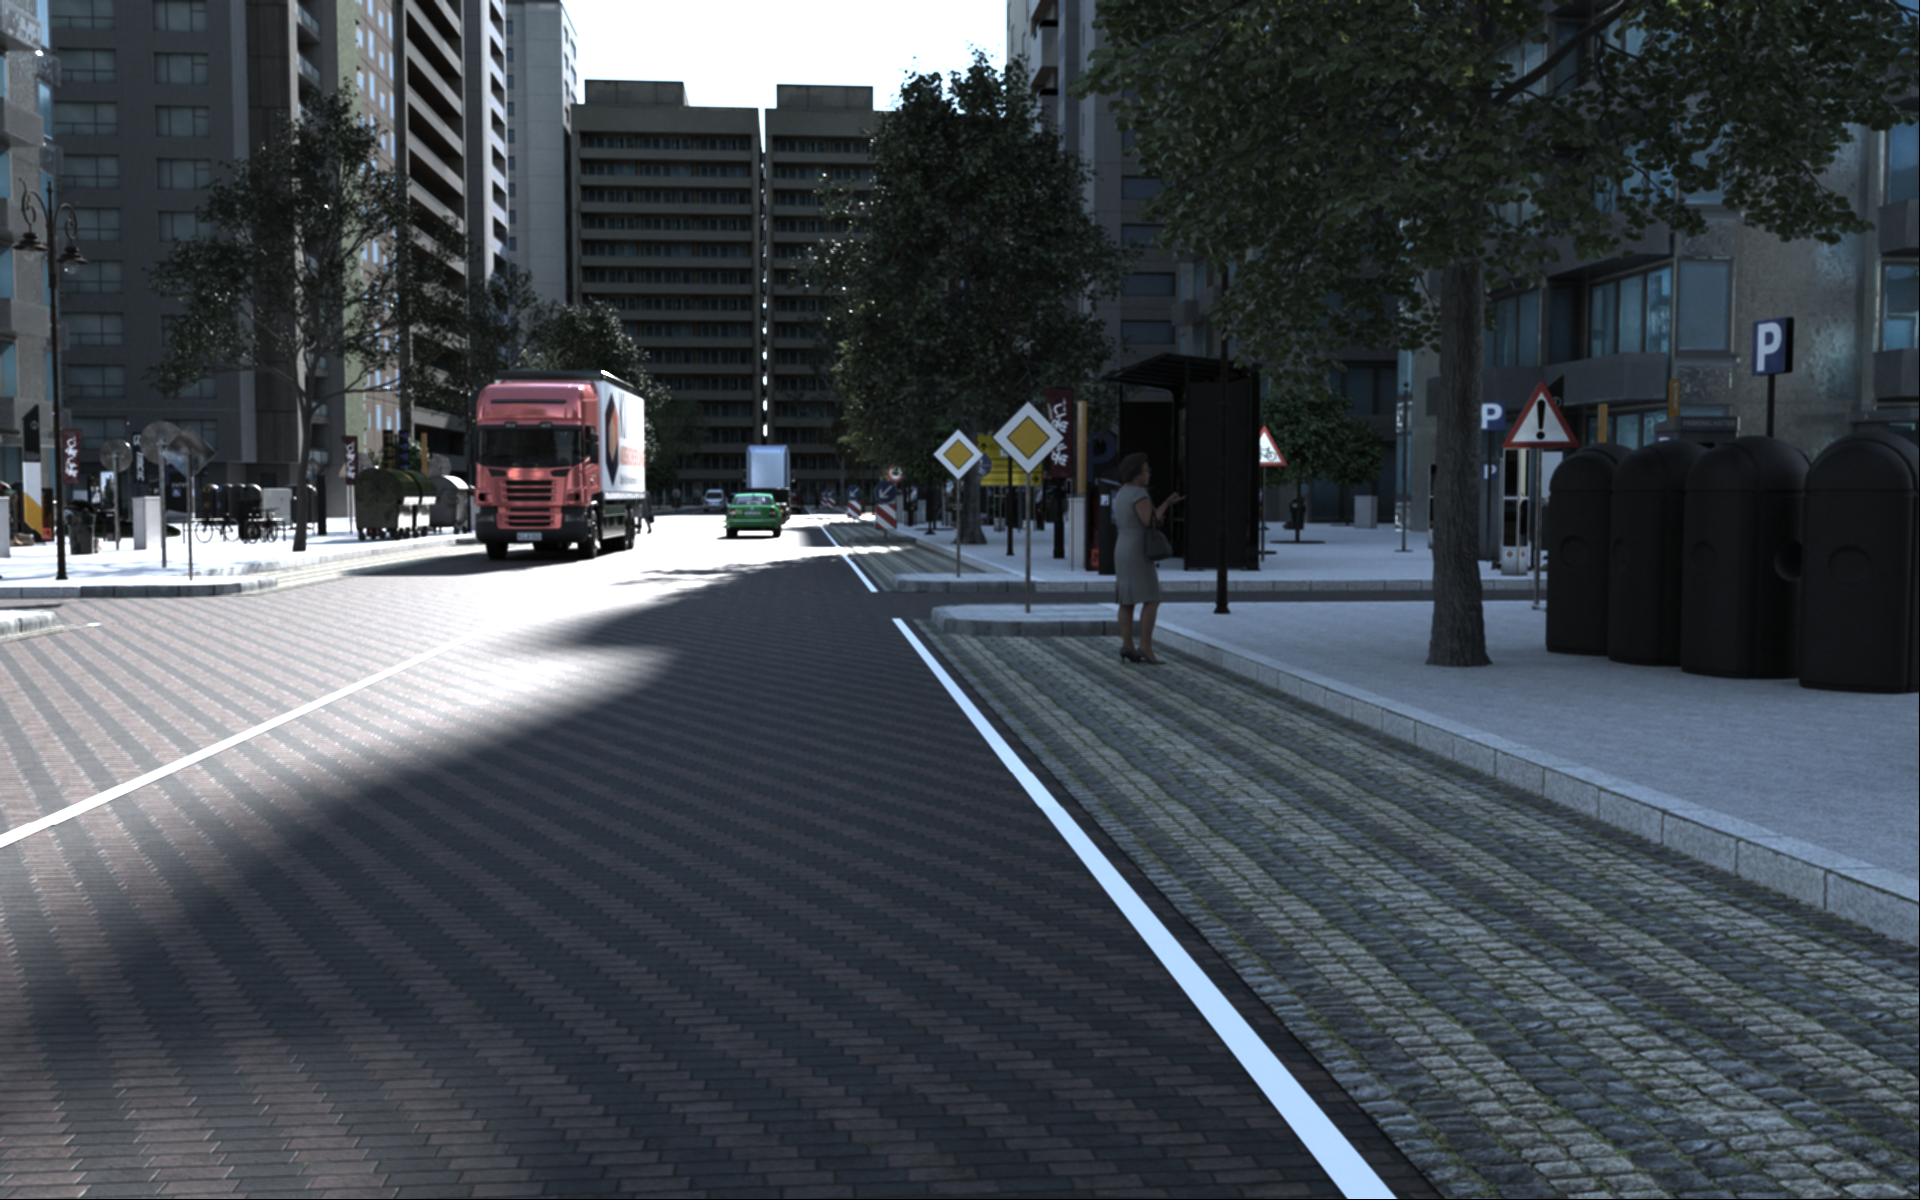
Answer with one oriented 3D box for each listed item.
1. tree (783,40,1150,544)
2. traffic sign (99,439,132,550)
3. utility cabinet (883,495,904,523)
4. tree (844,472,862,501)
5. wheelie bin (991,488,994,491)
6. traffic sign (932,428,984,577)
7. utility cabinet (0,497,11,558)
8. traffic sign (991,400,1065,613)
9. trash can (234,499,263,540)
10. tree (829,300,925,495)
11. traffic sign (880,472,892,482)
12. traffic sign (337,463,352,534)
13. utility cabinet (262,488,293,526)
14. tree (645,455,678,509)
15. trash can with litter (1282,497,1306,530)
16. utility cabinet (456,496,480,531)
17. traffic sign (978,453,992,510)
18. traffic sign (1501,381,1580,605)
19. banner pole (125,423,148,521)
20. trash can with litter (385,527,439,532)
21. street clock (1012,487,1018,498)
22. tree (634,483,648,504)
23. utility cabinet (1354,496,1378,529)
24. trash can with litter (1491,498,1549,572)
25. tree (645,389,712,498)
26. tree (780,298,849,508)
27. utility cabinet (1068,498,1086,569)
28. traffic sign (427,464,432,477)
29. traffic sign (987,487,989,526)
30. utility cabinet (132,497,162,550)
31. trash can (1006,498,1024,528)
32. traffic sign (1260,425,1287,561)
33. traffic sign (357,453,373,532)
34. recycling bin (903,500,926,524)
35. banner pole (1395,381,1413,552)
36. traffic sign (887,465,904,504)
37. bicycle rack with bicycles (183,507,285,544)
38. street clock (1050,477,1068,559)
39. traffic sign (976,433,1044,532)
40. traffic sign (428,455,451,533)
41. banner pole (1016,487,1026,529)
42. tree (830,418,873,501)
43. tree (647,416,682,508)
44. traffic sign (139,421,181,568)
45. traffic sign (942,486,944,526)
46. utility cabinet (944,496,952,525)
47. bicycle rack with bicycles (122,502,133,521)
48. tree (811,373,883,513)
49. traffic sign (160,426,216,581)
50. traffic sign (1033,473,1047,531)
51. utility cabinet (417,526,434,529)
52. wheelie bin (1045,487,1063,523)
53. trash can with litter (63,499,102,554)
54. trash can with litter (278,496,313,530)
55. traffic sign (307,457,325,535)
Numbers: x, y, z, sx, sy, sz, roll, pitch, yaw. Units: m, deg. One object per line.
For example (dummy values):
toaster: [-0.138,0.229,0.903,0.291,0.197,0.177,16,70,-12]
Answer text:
tree: [0.267,-7.789,44.350,9.611,12.733,9.660,0,3,0]
traffic sign: [-19.384,-2.426,39.778,0.768,2.556,0.104,0,4,3]
utility cabinet: [-2.879,-4.029,77.038,1.020,1.237,0.306,1,4,9]
tree: [-9.177,-9.357,147.587,1.663,3.219,1.824,0,3,0]
wheelie bin: [1.946,-5.397,96.149,0.980,1.594,0.693,-2,4,-23]
traffic sign: [-0.028,-1.405,26.616,0.795,2.450,0.064,0,4,-5]
utility cabinet: [-19.283,-1.417,34.324,0.306,1.237,1.020,0,4,5]
traffic sign: [0.731,-0.919,18.667,0.795,2.450,0.064,0,4,-5]
trash can: [-20.054,-2.276,48.864,0.748,1.137,0.748,0,3,0]
tree: [-2.837,-10.346,87.284,7.486,12.596,7.792,0,3,0]
traffic sign: [-4.228,-6.064,99.248,0.768,2.556,0.104,0,4,-5]
traffic sign: [-19.563,-3.399,55.583,0.884,2.594,0.081,0,4,1]
utility cabinet: [-26.924,-3.651,68.378,0.318,1.500,1.173,2,4,29]
tree: [-25.205,-9.860,144.930,4.285,4.588,4.351,0,3,0]
trash can with litter: [12.029,-3.132,62.594,0.624,1.170,1.055,-2,4,-24]
utility cabinet: [-17.404,-3.065,61.268,0.306,1.237,1.020,2,4,35]
traffic sign: [0.576,-3.211,52.601,0.768,2.556,0.104,0,4,4]
traffic sign: [6.684,-1.223,20.005,0.884,2.594,0.081,0,4,4]
banner pole: [-28.966,-4.333,60.859,0.863,3.779,0.401,-2,4,-32]
trash can with litter: [-19.078,-2.978,59.744,2.233,1.210,1.678,-1,4,-23]
street clock: [2.363,-4.361,75.880,0.358,2.002,0.471,-1,4,-9]
tree: [-23.269,-7.949,124.575,1.663,3.219,1.824,0,3,0]
utility cabinet: [15.045,-3.243,64.184,0.306,1.237,1.020,-2,4,-24]
trash can with litter: [9.639,-1.114,29.273,1.678,1.210,2.233,-2,4,-33]
tree: [-28.103,-15.007,171.116,9.928,11.665,9.643,0,3,0]
tree: [-10.786,-18.947,165.665,12.611,20.169,13.585,0,3,0]
utility cabinet: [2.168,-1.169,30.281,0.306,1.237,1.020,-1,4,-12]
traffic sign: [-22.765,-4.536,74.275,0.768,2.556,0.104,0,3,0]
traffic sign: [1.114,-4.254,69.658,0.768,2.556,0.104,0,4,3]
utility cabinet: [-18.851,-1.773,40.157,0.306,1.237,1.020,0,4,-5]
trash can: [2.089,-3.310,65.775,0.748,1.137,0.748,0,3,0]
traffic sign: [5.766,-2.013,32.916,0.884,2.594,0.081,0,4,1]
traffic sign: [-18.463,-3.256,53.335,0.768,2.556,0.104,0,4,-3]
recycling bin: [-1.960,-3.811,74.868,0.722,1.027,0.722,-3,5,-44]
banner pole: [9.956,-2.985,38.816,0.401,3.779,0.863,1,4,10]
traffic sign: [-2.730,-4.485,73.443,0.768,2.556,0.104,0,3,0]
bicycle rack with bicycles: [-18.913,-1.975,45.670,2.852,0.926,2.925,1,4,12]
street clock: [1.976,-1.831,34.509,0.358,2.002,0.471,1,4,16]
traffic sign: [1.656,-3.912,57.826,2.265,3.308,0.079,0,3,0]
traffic sign: [-17.042,-3.463,56.726,0.768,2.556,0.104,0,4,-1]
banner pole: [2.361,-4.502,63.632,0.401,3.779,0.863,2,4,30]
tree: [-8.891,-11.818,143.593,4.737,8.622,4.395,0,3,0]
tree: [-27.752,-12.874,160.856,4.737,8.622,4.395,0,3,0]
traffic sign: [-13.897,-1.839,30.178,0.768,2.556,0.104,0,4,-3]
traffic sign: [-0.696,-4.259,69.741,0.768,2.556,0.104,0,4,2]
utility cabinet: [-0.510,-3.671,71.190,0.306,1.237,1.020,0,4,-5]
bicycle rack with bicycles: [-38.873,-4.174,81.632,2.925,0.926,2.852,0,4,1]
tree: [-6.182,-11.038,114.881,8.767,10.594,7.601,3,5,39]
traffic sign: [-11.373,-1.340,25.558,0.795,2.450,0.064,0,4,-5]
traffic sign: [2.570,-3.657,59.790,0.884,2.594,0.081,0,4,2]
utility cabinet: [-19.299,-3.108,61.983,1.020,1.237,0.306,0,4,-2]
wheelie bin: [4.191,-4.272,77.756,0.980,1.594,0.693,3,5,43]
trash can with litter: [-18.761,-1.567,37.011,0.624,1.170,1.055,-1,4,-11]
trash can with litter: [-24.132,-3.117,62.026,2.233,1.210,1.678,-3,5,-39]
traffic sign: [-20.315,-3.254,54.380,0.795,2.450,0.064,0,4,-1]
